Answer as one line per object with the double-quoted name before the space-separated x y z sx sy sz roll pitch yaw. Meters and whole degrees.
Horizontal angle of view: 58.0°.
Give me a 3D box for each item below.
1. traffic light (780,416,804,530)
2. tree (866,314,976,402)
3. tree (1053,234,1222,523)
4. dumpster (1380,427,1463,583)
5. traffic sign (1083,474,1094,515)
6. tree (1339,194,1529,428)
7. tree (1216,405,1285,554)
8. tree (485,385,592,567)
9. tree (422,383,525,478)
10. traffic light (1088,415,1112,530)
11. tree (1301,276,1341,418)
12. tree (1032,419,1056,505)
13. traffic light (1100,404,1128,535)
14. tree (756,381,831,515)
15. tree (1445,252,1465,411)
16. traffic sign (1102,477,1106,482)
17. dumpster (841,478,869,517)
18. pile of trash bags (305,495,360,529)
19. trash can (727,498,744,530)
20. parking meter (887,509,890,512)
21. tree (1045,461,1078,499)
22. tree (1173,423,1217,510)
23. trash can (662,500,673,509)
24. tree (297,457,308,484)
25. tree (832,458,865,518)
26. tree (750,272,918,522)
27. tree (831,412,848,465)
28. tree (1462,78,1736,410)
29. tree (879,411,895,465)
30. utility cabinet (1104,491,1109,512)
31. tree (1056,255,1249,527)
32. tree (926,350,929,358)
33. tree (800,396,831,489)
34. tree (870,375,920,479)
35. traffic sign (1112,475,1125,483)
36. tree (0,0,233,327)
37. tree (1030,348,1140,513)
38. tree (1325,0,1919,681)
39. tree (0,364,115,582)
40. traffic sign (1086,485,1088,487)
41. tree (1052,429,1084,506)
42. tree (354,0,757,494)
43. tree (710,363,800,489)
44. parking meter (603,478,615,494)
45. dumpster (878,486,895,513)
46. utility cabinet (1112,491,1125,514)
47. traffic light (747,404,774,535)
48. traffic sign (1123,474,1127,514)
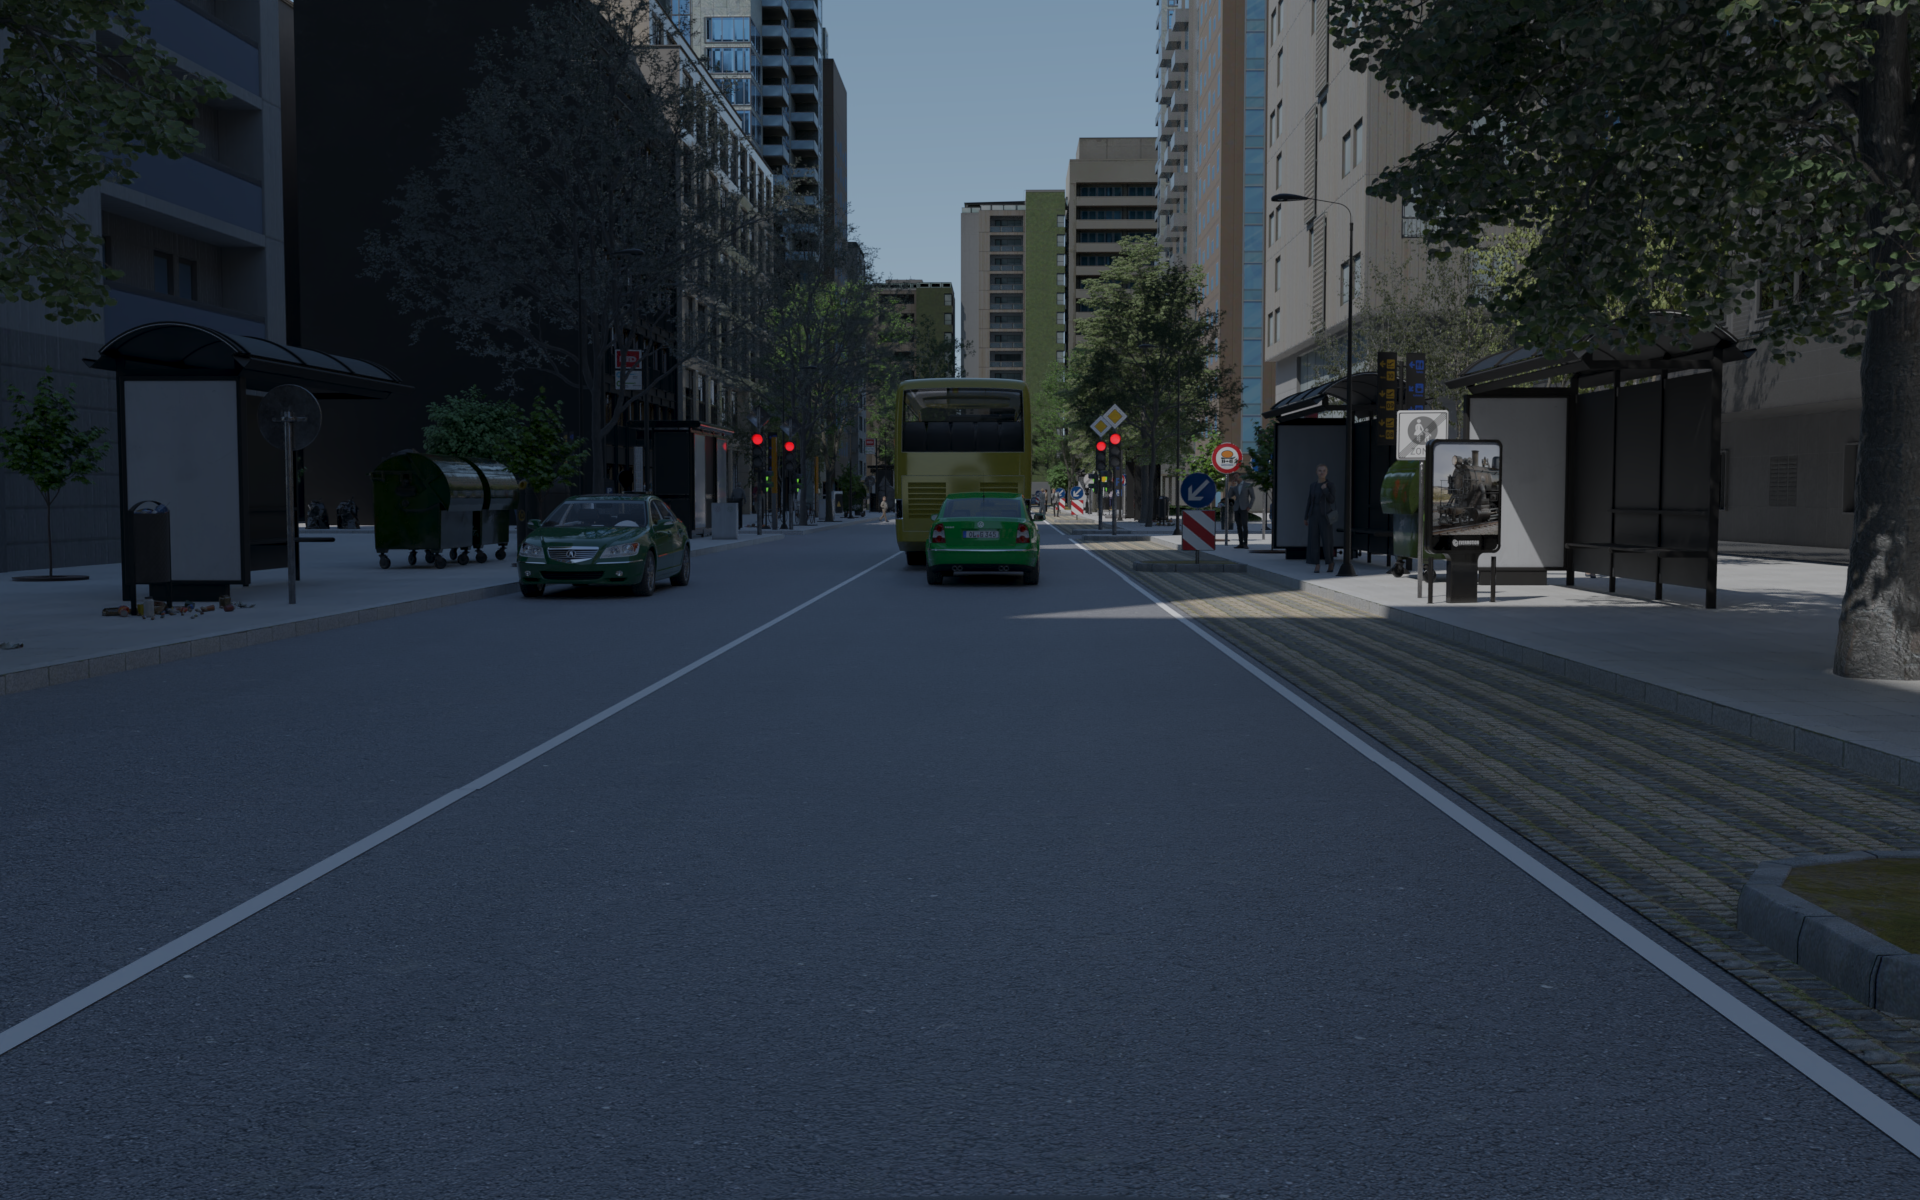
"traffic light" -6.053 -4.479 62.151 0.839 4.253 0.868 0 4 2
"tree" -4.159 -20.130 185.011 12.611 20.169 13.585 0 3 0
"tree" 7.987 -9.696 76.664 7.486 12.596 7.792 0 3 0
"dumpster" 7.203 -1.421 25.720 1.502 2.255 1.985 0 4 1
"traffic sign" 8.076 -6.594 107.915 0.768 2.556 0.104 1 4 10
"tree" 11.694 -5.554 41.163 4.360 8.622 3.978 0 3 0
"tree" 6.681 -2.633 37.651 1.663 3.219 1.824 0 3 0
"tree" -7.308 -2.207 30.691 1.663 3.219 1.824 0 3 0
"tree" -14.456 -4.145 51.479 4.285 4.588 4.351 0 3 0
"traffic light" 5.004 -4.462 61.871 0.839 4.253 0.868 0 4 2
"tree" 12.447 -6.208 51.866 4.360 8.622 3.978 0 3 0
"tree" 11.082 -17.030 212.859 7.601 10.594 8.767 3 5 42
"traffic light" 4.790 -3.974 53.889 0.839 4.253 0.868 0 4 2
"tree" -10.734 -9.443 104.757 4.737 8.622 4.395 0 3 0
"tree" 12.014 -5.120 34.067 4.737 8.622 4.395 0 3 0
"traffic sign" 8.745 -6.454 105.254 0.795 2.593 0.064 0 4 8
"dumpster" -5.875 -5.754 96.565 1.502 2.255 1.985 0 4 1
"pile of trash bags" -22.443 -3.309 63.862 3.447 1.369 1.912 0 4 -5
"trash can" -8.140 -3.103 62.393 0.748 1.137 0.748 0 3 0
"parking meter" -5.114 -6.985 122.620 0.372 1.533 0.369 0 3 0
"tree" 9.843 -11.374 169.686 4.285 4.588 4.351 0 3 0
"tree" 6.884 -3.212 47.112 1.663 3.219 1.824 0 3 0
"trash can" -7.311 -1.851 41.912 0.748 1.137 0.748 0 3 0
"tree" -18.878 -3.218 47.218 1.663 3.219 1.824 0 3 0
"tree" -5.902 -6.013 92.909 1.663 3.219 1.824 0 3 0
"tree" -5.942 -9.419 79.764 9.928 11.665 9.643 0 3 0
"tree" -10.117 -10.529 122.505 4.737 8.622 4.395 0 3 0
"tree" 11.484 -4.842 29.530 4.737 8.622 4.395 0 3 0
"tree" -4.476 -11.299 135.105 4.360 8.622 3.978 0 3 0
"utility cabinet" 10.565 -7.106 124.856 0.318 1.500 1.173 1 4 9
"tree" 7.713 -8.130 67.336 7.601 10.594 8.767 0 4 4
"tree" -6.286 -9.743 69.671 12.009 13.543 11.850 0 3 0
"tree" -10.577 -10.244 117.856 4.360 8.622 3.978 0 3 0
"tree" -3.957 -15.272 166.697 9.611 12.733 9.660 0 3 0
"traffic sign" 9.645 -6.439 105.387 0.768 2.556 0.104 0 4 4
"tree" -8.859 -5.662 10.703 7.486 12.596 7.792 0 3 0
"tree" 9.277 -11.895 120.246 9.928 11.665 9.643 0 3 0
"tree" 6.484 -6.438 11.919 9.857 13.997 8.962 0 3 0
"tree" -13.429 -1.906 25.771 1.663 3.219 1.824 0 3 0
"traffic sign" 8.533 -6.804 113.376 0.606 2.300 0.079 0 4 7
"tree" 11.385 -14.173 182.093 4.737 8.622 4.395 0 3 0
"tree" -8.183 -7.888 39.336 12.009 13.543 11.850 0 3 0
"tree" -10.801 -8.577 90.596 4.360 8.622 3.978 0 3 0
"parking meter" -12.579 -3.448 62.083 0.399 1.863 0.255 -2 4 -26
"dumpster" -5.025 -6.970 119.712 1.264 1.857 1.865 0 4 2
"utility cabinet" 10.269 -6.298 111.645 0.318 1.500 1.173 -2 4 -27
"traffic light" -6.268 -3.991 54.169 0.839 4.253 0.868 0 4 2
"traffic sign" 10.348 -6.709 109.797 0.768 2.556 0.104 0 4 3
